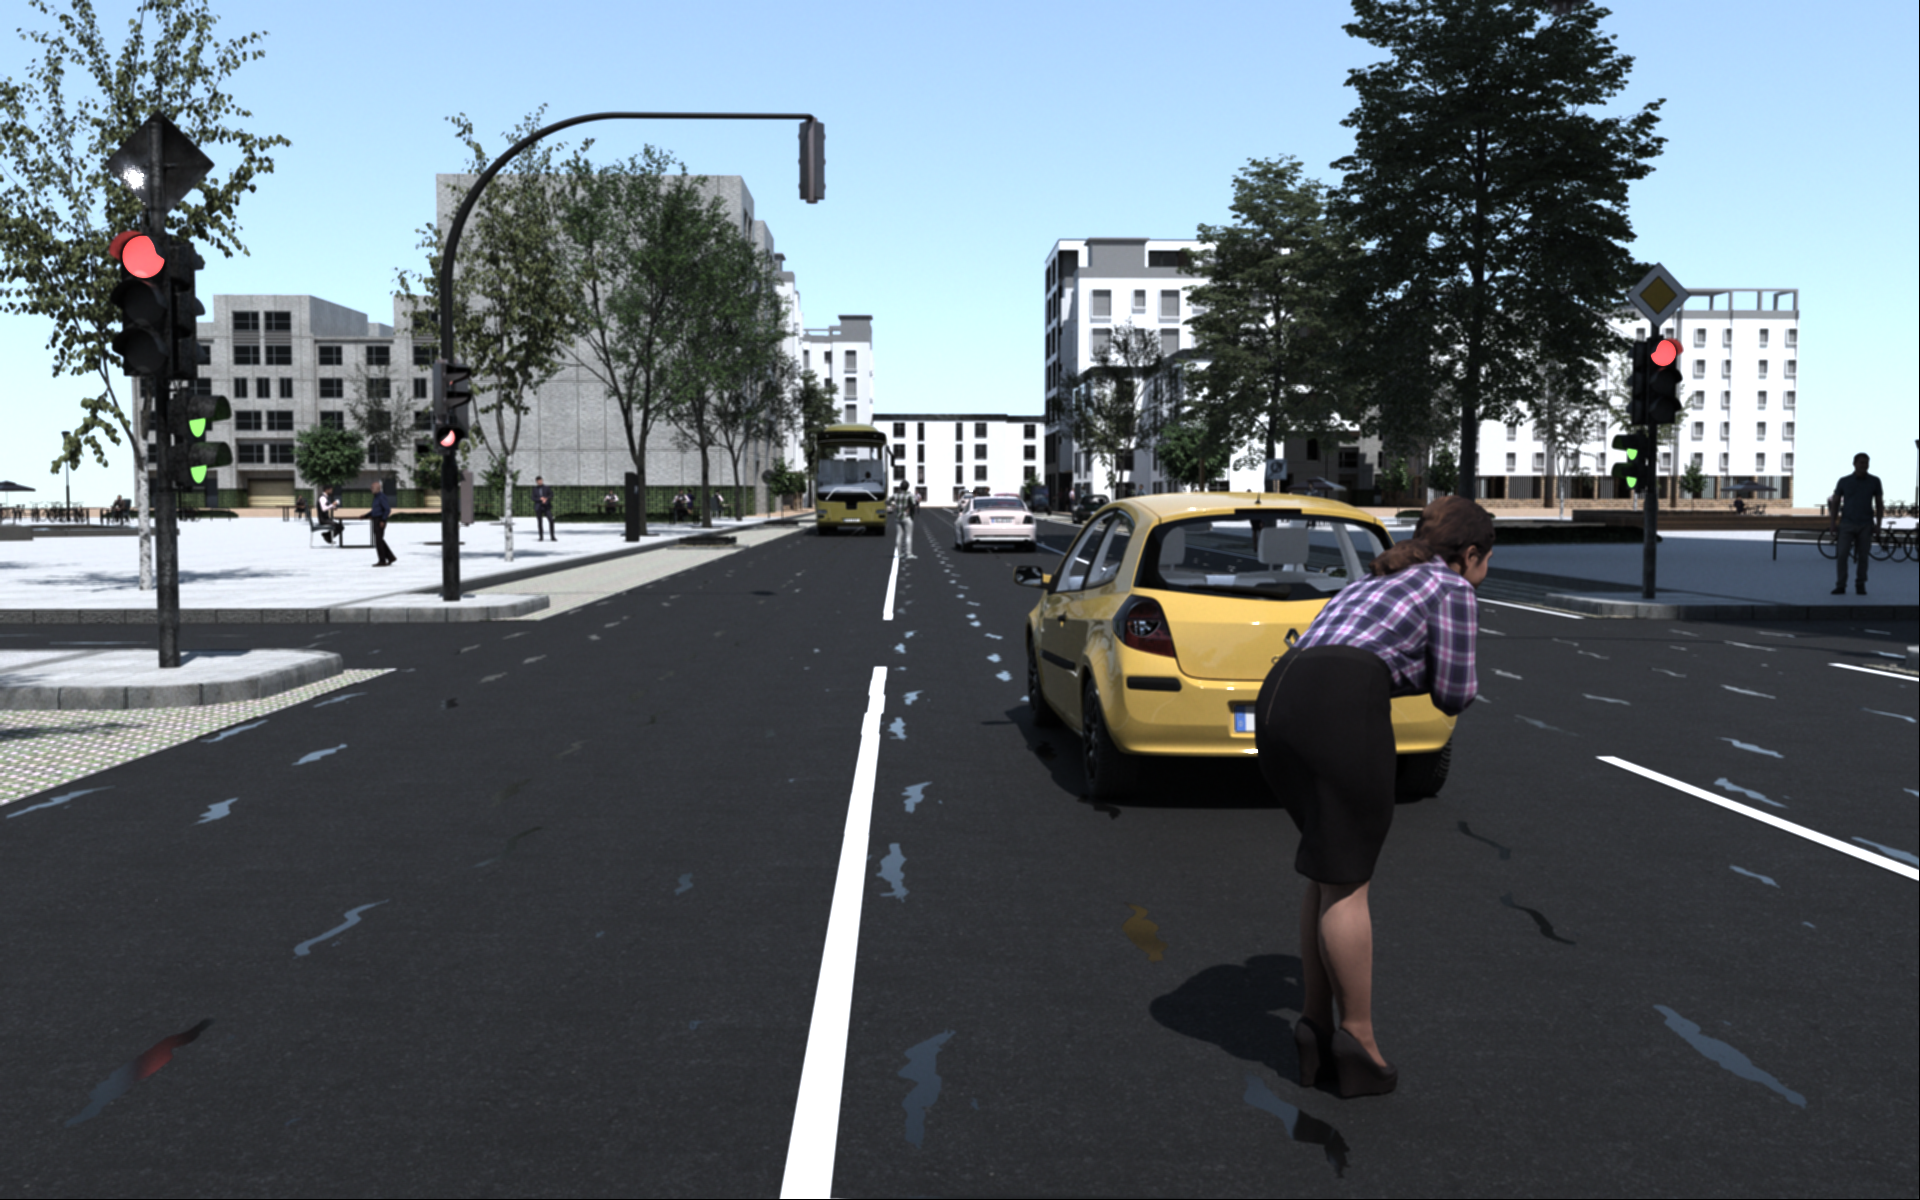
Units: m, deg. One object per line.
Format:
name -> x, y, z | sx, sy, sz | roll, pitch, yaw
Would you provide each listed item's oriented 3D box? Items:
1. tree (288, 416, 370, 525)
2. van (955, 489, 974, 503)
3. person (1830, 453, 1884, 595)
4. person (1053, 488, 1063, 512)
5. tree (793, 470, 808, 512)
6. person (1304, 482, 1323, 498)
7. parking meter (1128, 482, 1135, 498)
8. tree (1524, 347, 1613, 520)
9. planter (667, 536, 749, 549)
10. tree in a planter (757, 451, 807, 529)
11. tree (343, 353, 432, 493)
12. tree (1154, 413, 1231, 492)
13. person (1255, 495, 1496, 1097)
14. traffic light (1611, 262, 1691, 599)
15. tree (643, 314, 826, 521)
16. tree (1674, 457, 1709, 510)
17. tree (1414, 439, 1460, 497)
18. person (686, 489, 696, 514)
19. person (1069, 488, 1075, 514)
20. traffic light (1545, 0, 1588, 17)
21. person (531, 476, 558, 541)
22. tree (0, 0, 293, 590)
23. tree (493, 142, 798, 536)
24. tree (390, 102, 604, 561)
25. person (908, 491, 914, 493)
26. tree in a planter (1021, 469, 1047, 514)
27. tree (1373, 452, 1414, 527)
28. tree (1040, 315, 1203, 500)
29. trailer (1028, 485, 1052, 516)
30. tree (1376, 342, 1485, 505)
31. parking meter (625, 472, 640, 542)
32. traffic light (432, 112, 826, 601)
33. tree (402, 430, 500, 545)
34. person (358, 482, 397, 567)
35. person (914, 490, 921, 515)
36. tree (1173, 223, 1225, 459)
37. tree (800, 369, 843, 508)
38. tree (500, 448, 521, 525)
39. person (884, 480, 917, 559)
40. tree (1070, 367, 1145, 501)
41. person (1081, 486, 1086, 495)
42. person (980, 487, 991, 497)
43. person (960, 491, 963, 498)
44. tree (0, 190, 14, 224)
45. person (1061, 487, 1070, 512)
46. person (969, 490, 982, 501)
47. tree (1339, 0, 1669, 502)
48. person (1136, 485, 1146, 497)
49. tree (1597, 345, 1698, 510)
tree -> -26.476, -5.443, 72.709 | 4.285, 4.588, 4.351 | 0, 3, 0
van -> 0.593, -8.942, 153.205 | 2.013, 2.044, 4.112 | 0, 3, 0
person -> 11.464, -0.979, 22.170 | 0.598, 1.807, 0.434 | 3, 4, 37
person -> 7.263, -7.235, 125.056 | 1.217, 1.743, 0.721 | -2, 4, -28
tree -> -11.589, -8.103, 127.089 | 1.663, 3.219, 1.824 | 0, 3, 0
person -> 12.750, -3.433, 62.897 | 0.376, 1.734, 0.841 | -3, 4, -38
parking meter -> 8.214, -4.720, 82.877 | 0.255, 1.863, 0.399 | -1, 4, -15
tree -> 27.319, -7.826, 78.317 | 4.360, 8.622, 3.978 | 0, 3, 0
planter -> -6.573, -1.488, 45.470 | 1.991, 0.319, 1.994 | 0, 4, -2
tree in a planter -> -7.434, -4.593, 72.310 | 1.991, 3.239, 1.994 | 0, 4, -2
tree -> -30.347, -8.619, 91.285 | 4.360, 8.622, 3.978 | 0, 3, 0
tree -> 9.251, -5.187, 68.518 | 4.285, 4.588, 4.351 | 0, 3, 0
person -> 1.014, 0.461, 4.201 | 0.697, 1.427, 0.421 | -2, 4, -33
traffic light -> 8.444, -1.972, 21.167 | 0.839, 4.253, 0.868 | 0, 4, -2
tree -> -10.565, -9.040, 82.213 | 8.767, 10.594, 7.601 | -1, 4, -19
tree -> 38.297, -5.885, 90.823 | 1.663, 3.219, 1.824 | 0, 3, 0
tree -> 16.669, -3.946, 59.121 | 1.663, 3.219, 1.824 | 0, 3, 0
person -> -14.637, -5.244, 94.155 | 0.453, 1.535, 0.546 | 0, 4, -1
person -> 7.414, -6.527, 113.693 | 0.436, 1.711, 0.756 | -1, 4, -10
traffic light -> 6.609, -2.343, 12.979 | 4.771, 5.953, 1.251 | 0, 4, -2
person -> -11.338, -2.491, 47.225 | 0.683, 1.767, 0.568 | -1, 4, -13
tree -> -11.123, -4.434, 22.864 | 4.737, 8.622, 4.395 | 0, 3, 0
tree -> -9.889, -7.761, 52.650 | 9.928, 11.665, 9.643 | 0, 3, 0
tree -> -8.701, -5.055, 33.005 | 4.737, 8.622, 4.395 | 0, 3, 0
person -> -4.922, -9.856, 170.451 | 0.445, 1.727, 0.742 | 3, 5, 39
tree in a planter -> 5.249, -7.714, 123.340 | 1.991, 3.239, 1.994 | 0, 4, -2
tree -> 17.482, -4.530, 68.665 | 1.663, 3.219, 1.824 | 0, 3, 0
tree -> 8.389, -9.588, 91.175 | 8.767, 10.594, 7.601 | 0, 4, 1
trailer -> 5.284, -6.643, 115.661 | 1.471, 1.999, 3.904 | 0, 4, -2
tree -> 21.188, -7.866, 78.979 | 4.360, 8.622, 3.978 | 0, 3, 0
parking meter -> -8.794, -2.494, 46.480 | 0.255, 1.863, 0.399 | 1, 4, 15
traffic light -> -4.001, -2.821, 20.794 | 4.771, 5.953, 1.251 | 0, 4, -2
tree -> -13.078, -3.027, 44.099 | 1.663, 3.219, 1.824 | 0, 3, 0
person -> -10.375, -1.348, 30.775 | 0.600, 1.496, 0.574 | 0, 4, -7
person -> -2.957, -6.619, 117.659 | 0.436, 1.711, 0.756 | -2, 4, -29
tree -> 10.870, -8.577, 58.368 | 7.486, 12.596, 7.792 | 0, 3, 0
tree -> -13.861, -14.660, 157.816 | 7.486, 12.596, 7.792 | 0, 3, 0
tree -> -19.126, -4.775, 72.670 | 1.663, 3.219, 1.824 | 0, 3, 0
person -> -1.253, -1.793, 38.534 | 0.841, 1.734, 0.376 | 3, 4, 38
tree -> 8.407, -9.012, 97.710 | 4.737, 8.622, 4.395 | 0, 3, 0
person -> 7.674, -6.238, 108.112 | 0.705, 1.814, 1.350 | 0, 4, -2
person -> 1.101, -3.900, 72.952 | 0.565, 1.739, 0.600 | 1, 4, 17
person -> 0.278, -8.511, 148.365 | 0.721, 1.735, 1.217 | 2, 4, 27
tree -> -16.445, -4.628, 26.036 | 4.360, 8.622, 3.978 | 0, 3, 0
person -> 7.639, -7.120, 123.000 | 0.990, 1.755, 0.434 | -1, 4, -11
person -> 0.633, -3.230, 63.182 | 0.647, 1.594, 0.662 | 1, 4, 18
tree -> 10.613, -7.134, 34.766 | 7.486, 12.596, 7.792 | 0, 3, 0
person -> 10.343, -5.689, 99.040 | 0.705, 1.826, 1.348 | -2, 4, -25
tree -> 32.696, -8.114, 83.027 | 4.737, 8.622, 4.395 | 0, 3, 0
